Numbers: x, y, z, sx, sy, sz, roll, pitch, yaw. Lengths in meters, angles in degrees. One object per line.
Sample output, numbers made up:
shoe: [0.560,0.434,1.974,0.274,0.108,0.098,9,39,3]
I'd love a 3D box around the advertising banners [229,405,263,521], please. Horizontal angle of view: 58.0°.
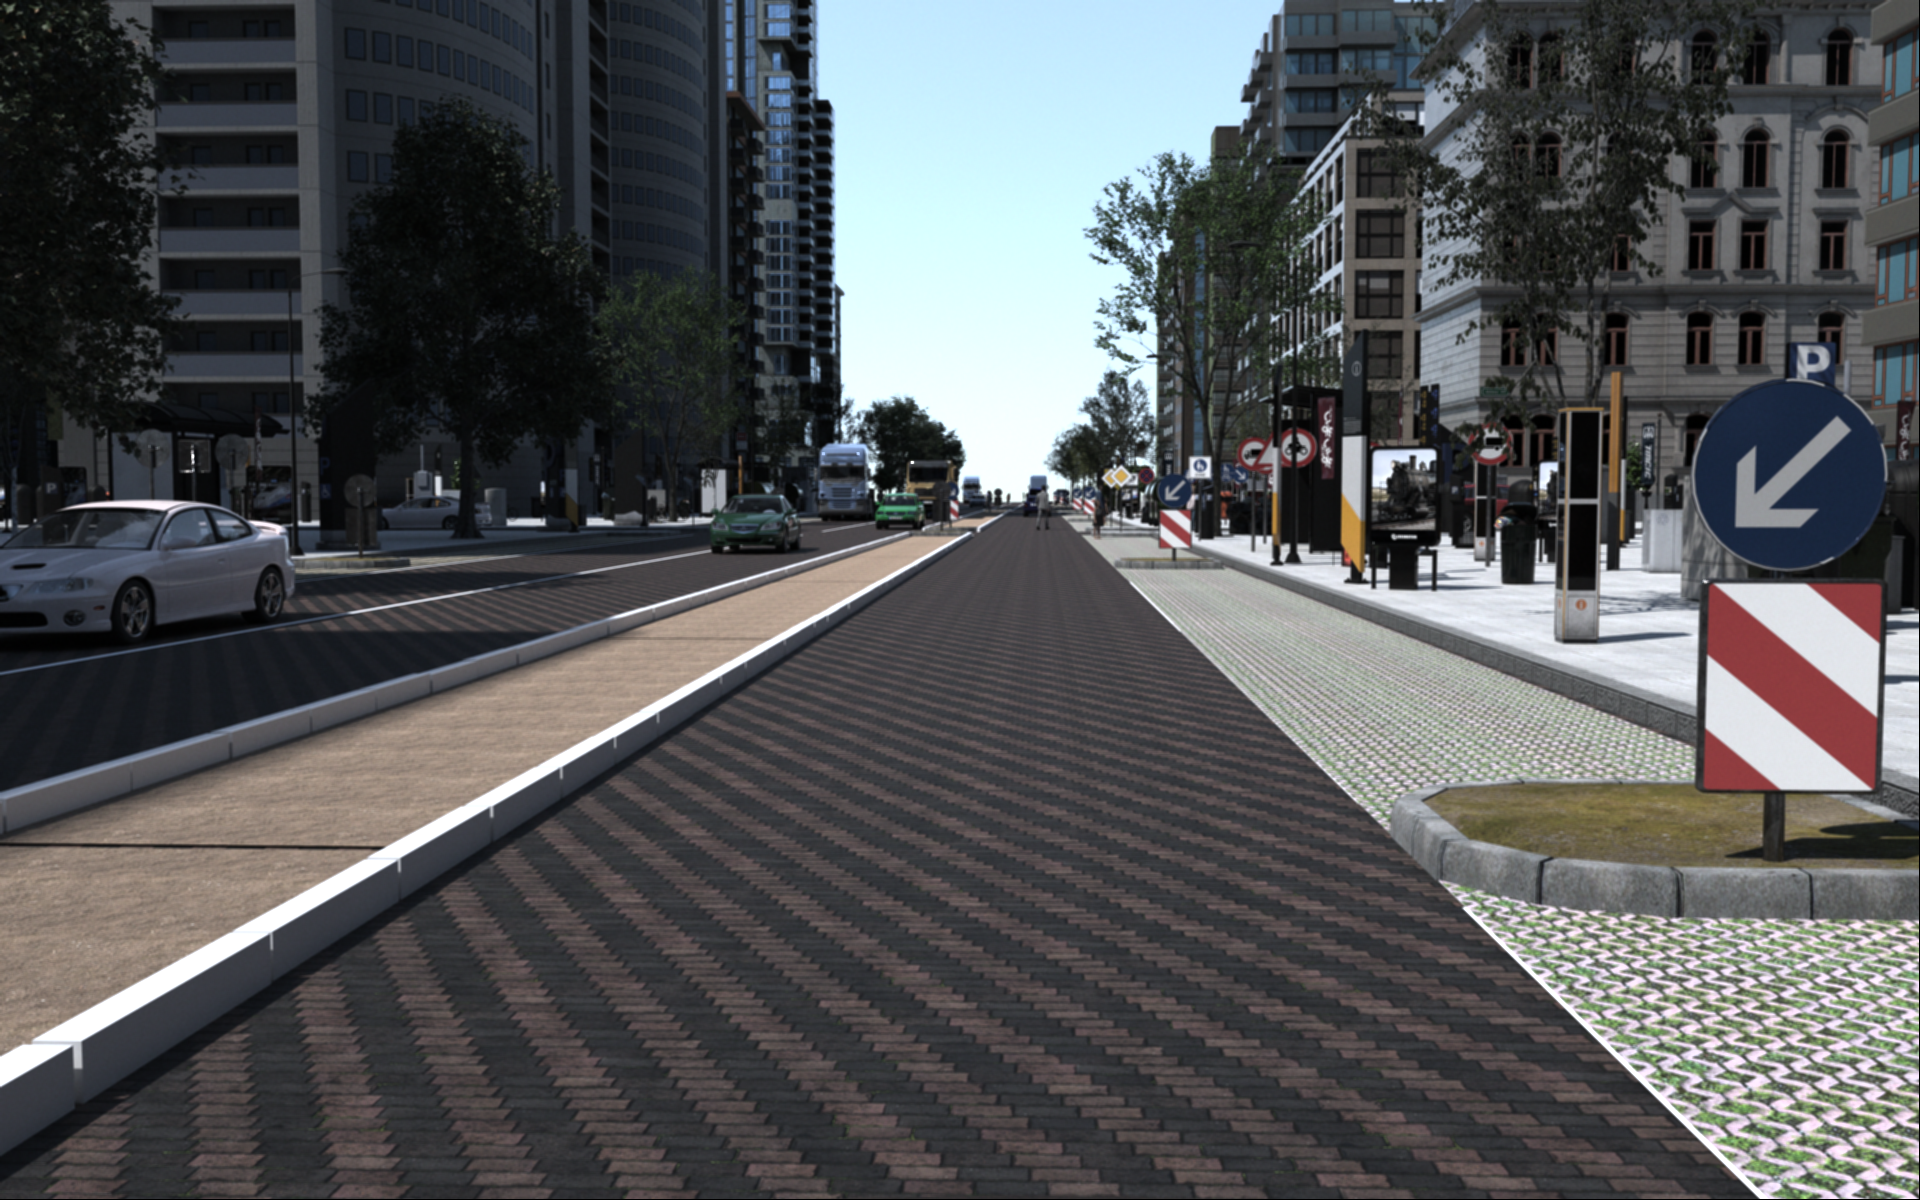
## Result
advertising banners: [-13.769,-2.282,33.493,0.090,3.025,2.074,0,4,-5]

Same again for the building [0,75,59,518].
building: [-65.563,-47.692,92.435,31.000,86.520,22.319,0,4,3]

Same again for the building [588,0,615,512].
building: [-35.134,-42.244,128.935,20.563,71.187,20.611,0,4,3]

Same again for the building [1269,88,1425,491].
building: [34.022,-19.504,123.401,19.350,26.468,34.151,0,4,3]

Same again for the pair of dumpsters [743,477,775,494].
pair of dumpsters: [-11.363,-5.809,97.468,1.574,2.255,4.437,0,4,3]

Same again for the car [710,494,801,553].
car: [-5.069,-1.927,43.300,2.131,1.459,4.920,0,4,1]

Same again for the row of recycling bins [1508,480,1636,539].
row of recycling bins: [17.536,-2.608,49.748,3.534,1.692,1.069,0,4,2]

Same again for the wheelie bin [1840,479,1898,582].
wheelie bin: [8.486,-0.526,16.502,0.693,1.594,0.980,1,4,12]

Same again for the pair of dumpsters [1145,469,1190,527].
pair of dumpsters: [8.202,-4.025,68.308,1.574,2.255,4.437,0,4,3]

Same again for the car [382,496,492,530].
car: [-20.020,-3.214,64.904,4.827,1.381,2.083,0,4,4]

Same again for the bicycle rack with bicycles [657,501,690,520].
bicycle rack with bicycles: [-14.731,-4.435,85.902,2.925,0.926,2.852,-3,4,-38]

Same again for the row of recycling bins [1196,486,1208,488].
row of recycling bins: [11.848,-5.111,90.673,3.534,1.692,1.069,-2,4,-23]

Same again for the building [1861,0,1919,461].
building: [35.965,-11.219,28.468,27.650,21.520,28.899,0,4,3]

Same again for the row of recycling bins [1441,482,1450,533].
row of recycling bins: [15.054,-3.115,58.050,3.534,1.692,1.069,1,4,22]

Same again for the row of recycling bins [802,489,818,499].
row of recycling bins: [-11.459,-7.633,131.910,3.534,1.692,1.069,-2,4,-28]

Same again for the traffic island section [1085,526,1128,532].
traffic island section: [5.834,-2.712,66.616,2.009,0.180,2.903,0,4,3]

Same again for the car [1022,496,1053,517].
car: [4.928,-5.970,110.185,1.945,1.354,3.894,0,4,4]

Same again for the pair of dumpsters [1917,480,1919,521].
pair of dumpsters: [7.852,-0.506,10.770,1.574,2.255,4.437,0,4,3]

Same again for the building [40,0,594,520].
building: [-34.758,-33.940,96.920,21.231,58.520,28.212,0,4,3]

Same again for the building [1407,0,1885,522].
building: [35.292,-18.213,85.178,23.554,28.519,14.401,0,4,3]

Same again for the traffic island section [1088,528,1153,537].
traffic island section: [5.470,-2.224,58.639,2.009,0.180,2.903,0,4,3]

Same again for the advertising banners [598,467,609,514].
advertising banners: [-23.286,-7.158,113.217,0.090,3.025,2.074,-2,4,-29]

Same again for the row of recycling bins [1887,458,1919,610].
row of recycling bins: [11.182,-0.809,20.332,1.069,1.692,3.534,1,4,10]

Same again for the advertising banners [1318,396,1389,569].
advertising banners: [6.905,-2.094,30.433,0.090,3.025,2.074,-2,4,-25]

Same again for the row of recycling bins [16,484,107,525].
row of recycling bins: [-37.362,-3.961,71.869,3.534,1.692,1.069,-1,4,-22]

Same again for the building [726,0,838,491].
building: [-29.059,-57.704,256.124,22.319,86.520,31.000,0,4,3]

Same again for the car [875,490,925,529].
car: [-2.443,-3.839,71.557,1.959,1.807,4.718,0,4,3]

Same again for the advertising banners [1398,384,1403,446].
advertising banners: [6.925,-1.890,27.083,0.090,3.025,2.074,1,4,12]

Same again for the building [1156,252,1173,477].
building: [40.099,-37.246,292.565,14.154,41.232,14.086,0,4,3]

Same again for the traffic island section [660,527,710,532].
traffic island section: [-10.390,-2.757,67.359,2.009,0.180,2.903,0,4,3]

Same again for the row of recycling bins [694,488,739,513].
row of recycling bins: [-16.259,-6.705,116.747,3.534,1.692,1.069,-2,4,-29]

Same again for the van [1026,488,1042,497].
van: [8.286,-11.176,187.109,2.240,2.365,5.245,0,4,2]

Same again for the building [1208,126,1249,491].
building: [34.975,-31.290,195.179,14.154,41.232,14.086,0,4,3]

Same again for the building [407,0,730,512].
building: [-33.973,-37.597,156.706,21.231,58.520,28.212,0,4,3]

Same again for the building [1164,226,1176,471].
building: [43.631,-39.743,269.413,23.786,49.044,30.456,0,4,3]

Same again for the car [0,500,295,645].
car: [-8.658,-0.344,17.989,2.083,1.381,4.827,0,4,4]

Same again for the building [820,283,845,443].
building: [-32.537,-36.311,285.562,32.217,40.220,23.993,0,4,3]

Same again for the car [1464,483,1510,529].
car: [19.251,-3.251,61.832,5.304,1.827,2.281,0,4,3]

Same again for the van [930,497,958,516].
van: [-1.101,-6.596,114.850,2.013,2.044,4.112,0,4,2]

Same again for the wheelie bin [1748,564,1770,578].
wheelie bin: [11.211,-1.004,24.321,0.693,1.594,0.980,2,4,29]

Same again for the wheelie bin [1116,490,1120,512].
wheelie bin: [11.766,-7.191,125.487,0.980,1.594,0.693,1,4,13]

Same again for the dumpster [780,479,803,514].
dumpster: [-11.111,-6.748,112.827,1.502,2.255,1.985,0,4,3]

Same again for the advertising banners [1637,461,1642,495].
advertising banners: [30.180,-5.009,78.091,2.074,3.025,0.090,-2,4,-26]

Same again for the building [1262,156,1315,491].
building: [33.228,-23.179,150.680,14.160,30.474,14.107,0,4,3]

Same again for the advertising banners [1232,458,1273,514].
advertising banners: [14.288,-5.399,84.460,2.074,3.025,0.090,2,4,24]

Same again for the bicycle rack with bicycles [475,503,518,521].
bicycle rack with bicycles: [-22.490,-4.216,82.314,2.925,0.926,2.852,-2,4,-25]

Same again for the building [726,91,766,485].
building: [-33.009,-32.491,185.846,22.147,44.769,28.867,0,4,3]

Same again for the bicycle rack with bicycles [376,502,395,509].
bicycle rack with bicycles: [-27.634,-4.088,80.221,2.925,0.926,2.852,0,4,-1]

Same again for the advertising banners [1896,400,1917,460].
advertising banners: [17.022,-2.199,32.138,2.074,3.025,0.090,-2,4,-26]

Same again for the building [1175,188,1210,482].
building: [38.253,-36.518,247.172,14.600,45.320,14.200,0,4,3]

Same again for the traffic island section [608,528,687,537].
traffic island section: [-10.755,-2.269,59.382,2.009,0.180,2.903,0,4,3]

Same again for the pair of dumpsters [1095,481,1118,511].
pair of dumpsters: [11.066,-7.842,130.706,1.574,2.255,4.437,0,4,3]

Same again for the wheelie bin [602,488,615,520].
wheelie bin: [-17.279,-4.749,85.554,0.693,1.594,0.980,2,4,35]

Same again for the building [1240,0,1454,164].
building: [39.791,-33.800,172.242,23.786,49.044,30.456,0,4,3]
